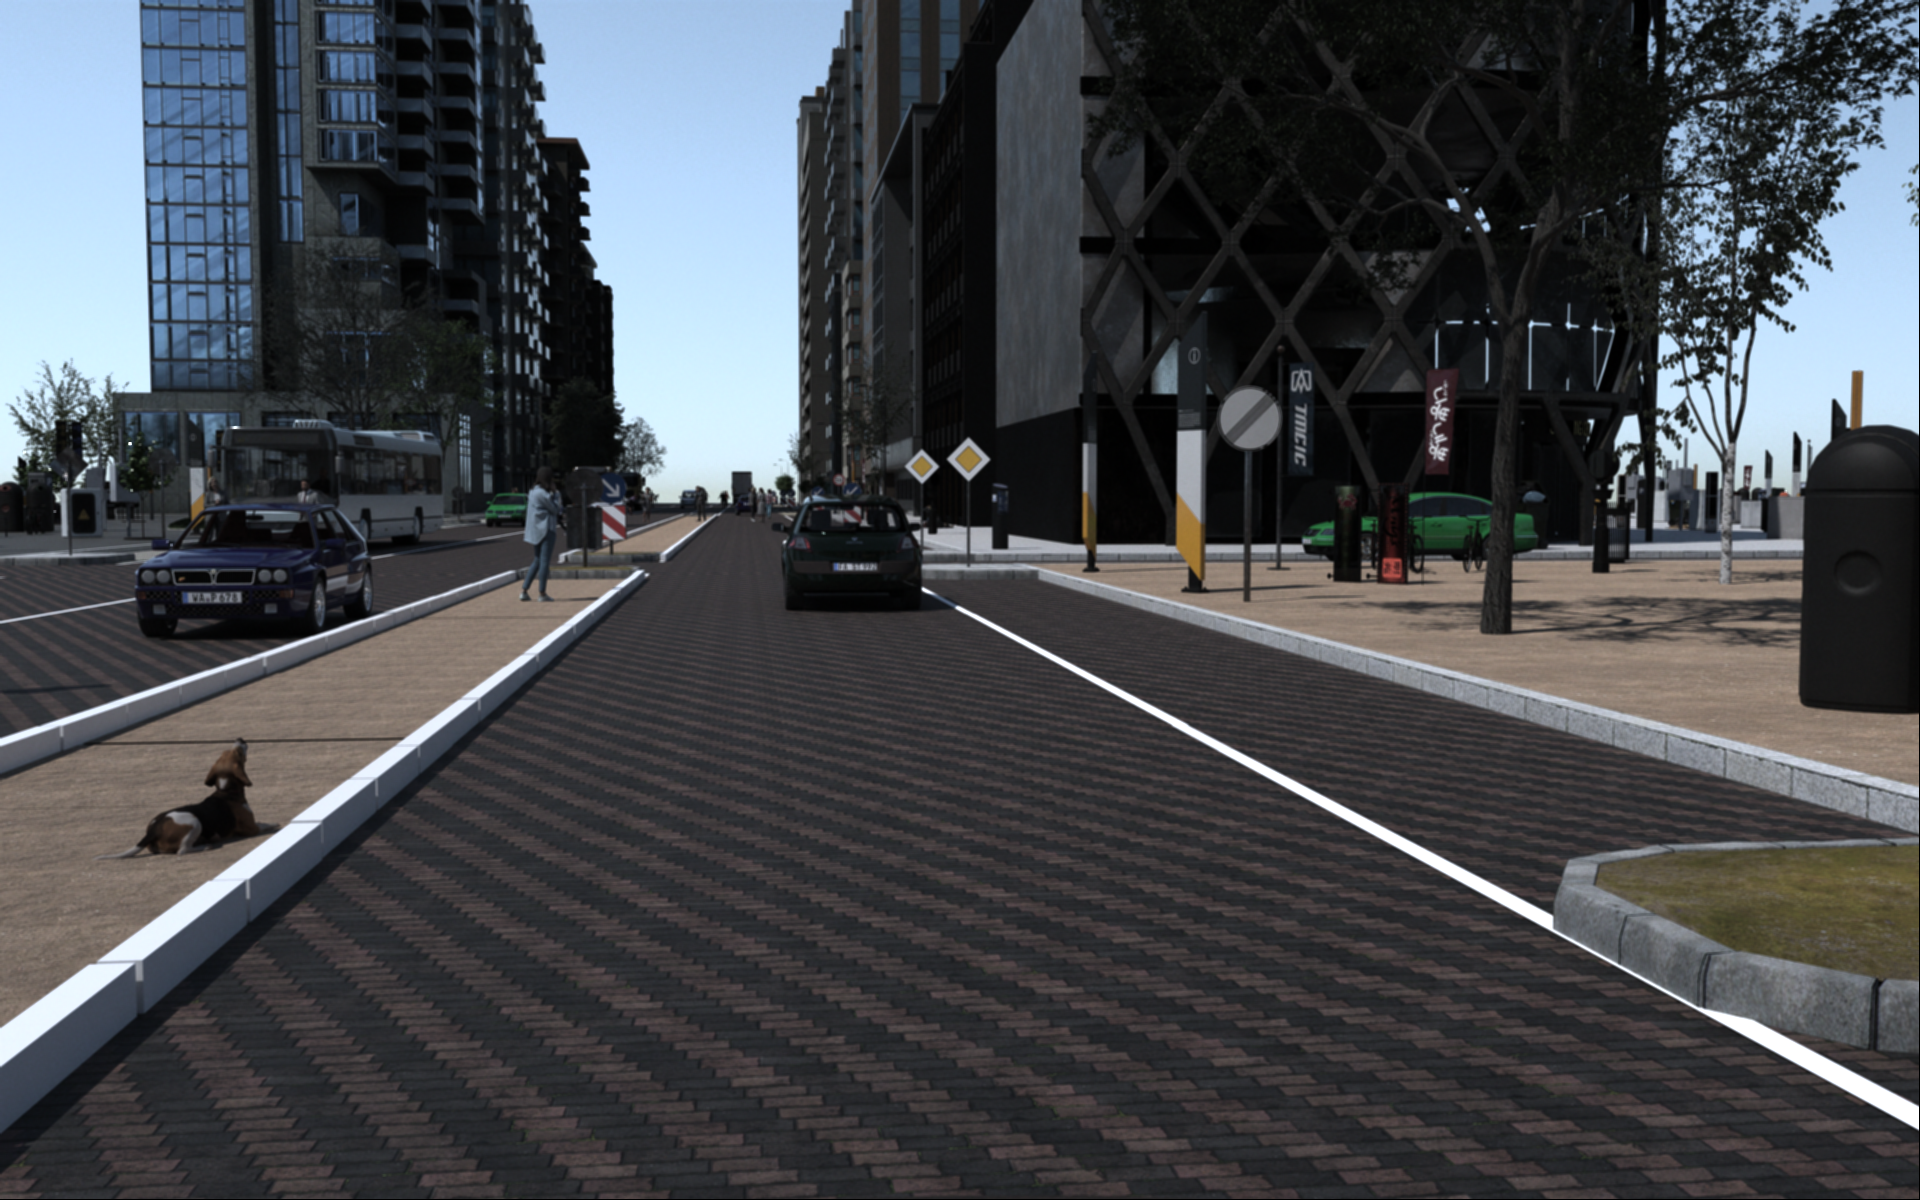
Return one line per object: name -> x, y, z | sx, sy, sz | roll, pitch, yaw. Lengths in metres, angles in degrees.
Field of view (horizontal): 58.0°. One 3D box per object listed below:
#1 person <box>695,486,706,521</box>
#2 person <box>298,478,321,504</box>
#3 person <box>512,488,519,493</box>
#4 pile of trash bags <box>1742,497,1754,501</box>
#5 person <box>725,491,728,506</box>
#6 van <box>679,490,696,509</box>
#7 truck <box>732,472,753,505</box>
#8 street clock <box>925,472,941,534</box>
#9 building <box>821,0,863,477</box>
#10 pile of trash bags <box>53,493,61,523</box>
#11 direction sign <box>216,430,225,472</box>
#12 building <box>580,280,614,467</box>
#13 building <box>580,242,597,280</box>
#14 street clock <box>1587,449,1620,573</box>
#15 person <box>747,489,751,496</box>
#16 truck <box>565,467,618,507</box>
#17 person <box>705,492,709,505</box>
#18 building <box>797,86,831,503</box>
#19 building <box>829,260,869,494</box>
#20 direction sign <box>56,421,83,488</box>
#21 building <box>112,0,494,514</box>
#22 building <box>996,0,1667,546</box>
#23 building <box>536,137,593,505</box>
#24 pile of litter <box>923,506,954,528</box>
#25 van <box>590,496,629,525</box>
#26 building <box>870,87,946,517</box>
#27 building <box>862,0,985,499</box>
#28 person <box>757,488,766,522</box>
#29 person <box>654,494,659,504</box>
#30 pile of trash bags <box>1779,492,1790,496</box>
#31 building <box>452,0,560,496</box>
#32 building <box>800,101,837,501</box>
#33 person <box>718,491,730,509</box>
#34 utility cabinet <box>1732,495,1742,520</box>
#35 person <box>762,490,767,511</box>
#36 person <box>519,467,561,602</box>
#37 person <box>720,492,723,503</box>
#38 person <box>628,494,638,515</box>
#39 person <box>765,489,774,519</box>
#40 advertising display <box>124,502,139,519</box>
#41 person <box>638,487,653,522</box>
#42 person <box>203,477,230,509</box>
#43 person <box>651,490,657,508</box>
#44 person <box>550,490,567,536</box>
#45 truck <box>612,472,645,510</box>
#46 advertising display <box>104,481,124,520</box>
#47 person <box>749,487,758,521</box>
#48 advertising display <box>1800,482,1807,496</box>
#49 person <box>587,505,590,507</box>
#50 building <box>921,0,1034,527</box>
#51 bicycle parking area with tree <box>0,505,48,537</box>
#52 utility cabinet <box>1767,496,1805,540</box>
person -> -13.521, -5.010, 90.217 | 0.655, 1.846, 0.447 | 1, 4, 20
person -> -14.268, -1.785, 37.953 | 0.678, 1.792, 0.850 | 1, 4, 13
person -> -26.945, -5.906, 105.038 | 0.573, 1.828, 0.580 | 0, 4, 8
pile of trash bags -> 43.192, -5.386, 97.819 | 3.447, 1.369, 1.912 | 2, 4, 29
person -> -28.130, -12.226, 208.332 | 0.705, 1.831, 1.348 | -3, 4, -36
van -> -26.620, -9.995, 170.431 | 2.013, 2.044, 4.112 | 0, 4, -6
truck -> -27.961, -14.280, 222.385 | 2.839, 4.237, 11.283 | 0, 4, -7
street clock -> -0.875, -3.181, 56.577 | 0.471, 2.002, 0.358 | -3, 5, -41
building -> -1.899, -33.820, 172.568 | 23.786, 49.044, 30.456 | 0, 4, -7
pile of trash bags -> -39.810, -4.124, 77.178 | 1.912, 1.369, 3.447 | 0, 4, 1
direction sign -> -25.866, -4.245, 61.395 | 0.876, 3.537, 0.379 | -1, 4, -13
building -> -53.525, -28.014, 229.737 | 14.160, 30.474, 14.107 | 0, 4, -7
building -> -65.114, -33.963, 247.172 | 32.217, 40.220, 23.993 | 0, 4, -7
street clock -> 10.435, -1.442, 28.142 | 0.358, 2.002, 0.471 | -2, 4, -33
person -> -16.534, -7.814, 136.123 | 0.709, 1.838, 0.599 | -3, 4, -36
truck -> -26.226, -7.866, 124.539 | 3.469, 3.379, 9.791 | 0, 4, -7
person -> -34.789, -13.945, 237.188 | 1.217, 1.739, 0.721 | 2, 4, 33
building -> -13.537, -43.802, 258.162 | 21.231, 58.520, 28.212 | 0, 4, -7
building -> 3.697, -18.291, 144.094 | 27.650, 21.520, 28.899 | 0, 4, -7
direction sign -> -27.778, -3.798, 54.088 | 0.379, 3.537, 0.876 | 2, 4, 26
building -> -45.165, -49.529, 122.477 | 22.319, 86.520, 31.000 | 0, 4, -7
building -> 10.524, -11.135, 49.504 | 16.811, 18.784, 16.820 | 0, 4, -7
building -> -55.948, -33.801, 207.276 | 22.147, 44.769, 28.867 | 0, 4, -7
pile of litter -> -0.963, -3.166, 65.730 | 1.176, 0.858, 1.719 | -2, 4, -34
van -> -15.869, -4.333, 77.853 | 2.013, 2.044, 4.112 | -1, 4, -9
building -> 2.996, -17.131, 99.161 | 14.314, 24.678, 30.058 | 0, 4, -7
building -> 0.577, -28.819, 121.303 | 14.600, 45.320, 14.200 | 0, 4, -7
person -> -10.095, -4.821, 87.889 | 0.480, 1.755, 0.524 | -2, 4, -32
person -> -42.637, -14.174, 243.437 | 0.799, 1.438, 0.628 | -1, 4, -9
pile of trash bags -> 39.349, -4.431, 82.195 | 1.912, 1.369, 3.447 | 2, 4, 33
building -> -49.149, -32.758, 155.195 | 23.786, 49.044, 30.456 | 0, 4, -7
building -> -8.040, -35.940, 211.317 | 21.300, 48.544, 21.600 | 0, 4, -7
person -> -22.499, -9.528, 165.102 | 1.217, 1.723, 0.721 | 1, 4, 10
utility cabinet -> 36.505, -4.336, 82.049 | 0.306, 1.237, 1.020 | -2, 4, -23
person -> -16.236, -8.255, 143.914 | 0.683, 1.767, 0.568 | -2, 4, -31
person -> -5.579, -0.869, 22.969 | 0.793, 1.790, 0.793 | 1, 4, 20
person -> -36.882, -15.910, 268.656 | 1.348, 1.821, 0.705 | 3, 5, 41
person -> -22.614, -6.599, 119.632 | 0.697, 1.427, 0.421 | -1, 4, -15
person -> -11.210, -5.641, 101.574 | 0.563, 1.720, 0.643 | 2, 4, 24
advertising display -> -42.382, -5.088, 88.405 | 0.123, 1.923, 0.974 | 2, 4, 30
person -> -15.984, -4.842, 88.029 | 0.716, 1.782, 0.532 | 0, 4, -6
person -> -15.943, -1.743, 37.180 | 0.537, 1.800, 0.526 | -2, 4, -24
person -> -32.385, -10.600, 181.890 | 1.350, 1.814, 0.705 | -1, 4, -14
person -> -13.868, -3.129, 59.501 | 0.661, 1.843, 0.795 | 3, 5, 44
truck -> -29.639, -9.664, 153.922 | 3.469, 3.379, 9.791 | -1, 4, -9
advertising display -> -42.739, -5.010, 87.128 | 0.123, 1.923, 0.974 | 3, 4, 36
person -> -10.746, -5.016, 90.690 | 0.709, 1.800, 0.728 | -2, 4, -29
advertising display -> 46.194, -5.456, 94.425 | 0.974, 1.923, 0.123 | 0, 4, -7
person -> -15.707, -3.926, 72.706 | 0.654, 1.822, 0.581 | 0, 4, -7
building -> 5.270, -15.024, 75.312 | 12.332, 23.373, 15.834 | 0, 4, -7
bicycle parking area with tree -> -32.422, -3.989, 52.230 | 8.231, 4.147, 9.016 | 0, 4, -2
utility cabinet -> 23.449, -2.318, 49.064 | 0.306, 1.237, 1.020 | -3, 5, -42
